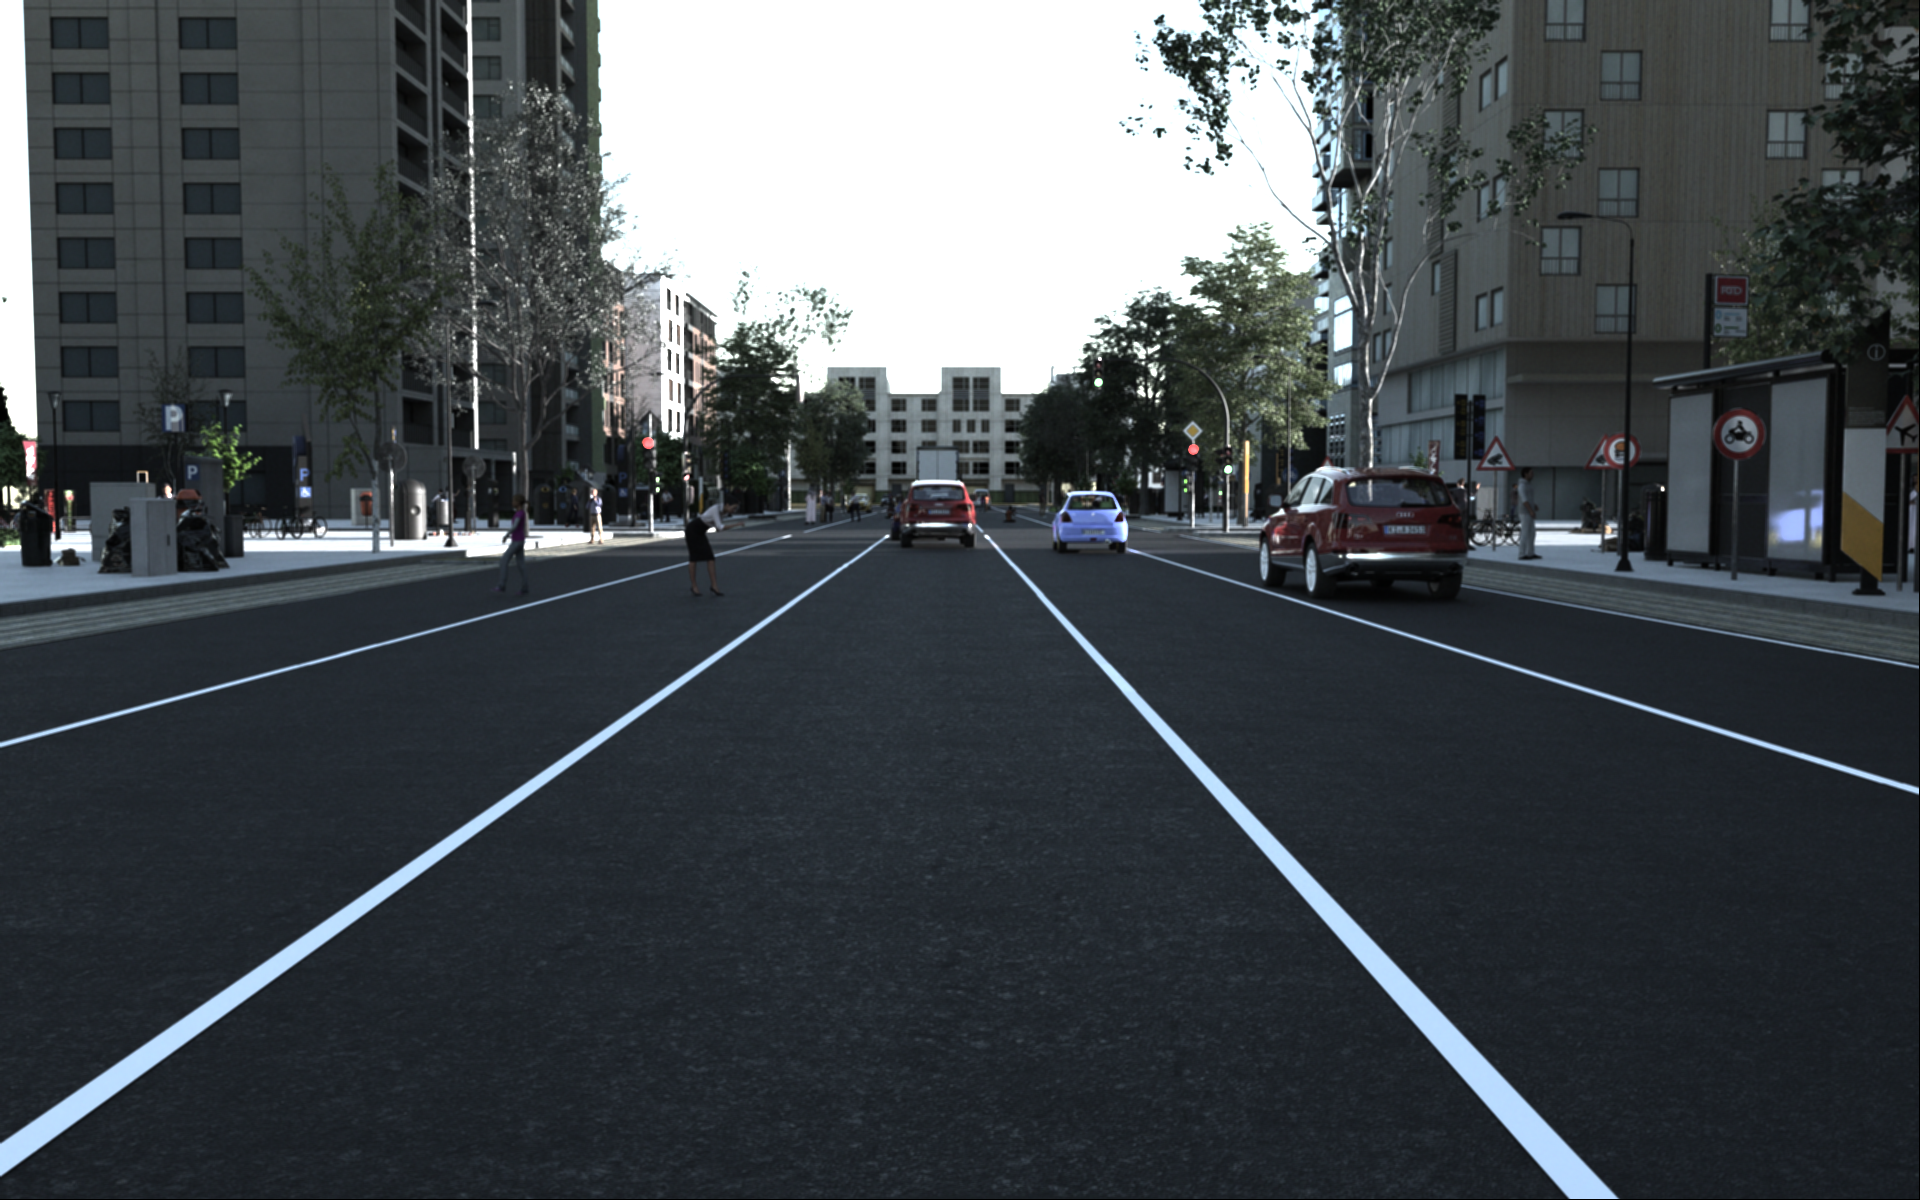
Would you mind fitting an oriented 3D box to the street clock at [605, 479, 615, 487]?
[{"bbox_3d":[-16.659,-4.763,82.451,0.358,2.002,0.471,2,4,26],"label":"street clock"}]

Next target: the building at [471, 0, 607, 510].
[{"bbox_3d":[-33.451,-26.799,121.753,14.154,41.232,14.086,0,4,0],"label":"building"}]

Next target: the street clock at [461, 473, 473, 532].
[{"bbox_3d":[-16.693,-3.313,58.734,0.358,2.002,0.471,-3,5,-40],"label":"street clock"}]

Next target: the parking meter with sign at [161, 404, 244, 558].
[{"bbox_3d":[-14.970,-2.331,34.368,0.543,3.016,1.738,1,4,15],"label":"parking meter with sign"}]

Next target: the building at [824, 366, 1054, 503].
[{"bbox_3d":[-2.740,-23.334,247.970,31.486,18.905,16.747,0,4,0],"label":"building"}]

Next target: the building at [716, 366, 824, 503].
[{"bbox_3d":[-34.807,-23.299,247.397,31.486,18.905,16.747,0,4,0],"label":"building"}]

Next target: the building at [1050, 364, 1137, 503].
[{"bbox_3d":[18.700,-23.886,246.958,11.380,20.091,16.016,0,4,0],"label":"building"}]

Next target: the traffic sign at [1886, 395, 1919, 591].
[{"bbox_3d":[12.403,-1.394,22.792,0.884,2.594,0.081,0,4,2],"label":"traffic sign"}]

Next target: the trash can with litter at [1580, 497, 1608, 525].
[{"bbox_3d":[24.946,-3.468,68.091,1.055,1.170,0.624,2,4,32],"label":"trash can with litter"}]

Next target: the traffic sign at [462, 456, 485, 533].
[{"bbox_3d":[-16.084,-3.499,57.311,0.768,2.556,0.104,0,4,2],"label":"traffic sign"}]

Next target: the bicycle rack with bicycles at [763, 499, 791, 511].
[{"bbox_3d":[-13.860,-7.097,129.410,2.852,0.926,2.925,0,4,7],"label":"bicycle rack with bicycles"}]

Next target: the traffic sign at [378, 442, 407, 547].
[{"bbox_3d":[-13.834,-2.570,42.122,0.768,2.556,0.104,0,4,3],"label":"traffic sign"}]

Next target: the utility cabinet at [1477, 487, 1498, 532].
[{"bbox_3d":[17.486,-2.982,57.432,0.318,1.500,1.173,0,4,-1],"label":"utility cabinet"}]

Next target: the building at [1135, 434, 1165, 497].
[{"bbox_3d":[38.450,-18.454,243.869,28.070,9.664,9.099,0,4,0],"label":"building"}]

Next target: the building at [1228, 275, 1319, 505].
[{"bbox_3d":[33.249,-18.269,155.116,16.016,20.091,11.380,0,4,0],"label":"building"}]

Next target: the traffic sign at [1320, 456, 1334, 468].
[{"bbox_3d":[12.457,-3.597,58.812,0.884,2.594,0.081,0,4,4],"label":"traffic sign"}]

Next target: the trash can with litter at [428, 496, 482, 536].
[{"bbox_3d":[-15.600,-2.606,53.659,1.678,1.210,2.233,2,4,35],"label":"trash can with litter"}]

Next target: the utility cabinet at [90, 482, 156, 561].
[{"bbox_3d":[-15.753,-1.466,32.647,1.173,1.500,0.318,1,4,10],"label":"utility cabinet"}]

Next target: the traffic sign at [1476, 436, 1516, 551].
[{"bbox_3d":[12.006,-2.377,38.873,0.884,2.594,0.081,0,4,1],"label":"traffic sign"}]

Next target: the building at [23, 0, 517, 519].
[{"bbox_3d":[-36.354,-40.200,95.517,20.563,71.187,20.611,0,4,0],"label":"building"}]

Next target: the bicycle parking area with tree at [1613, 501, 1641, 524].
[{"bbox_3d":[32.255,-5.345,74.388,9.016,4.147,8.231,3,5,41],"label":"bicycle parking area with tree"}]

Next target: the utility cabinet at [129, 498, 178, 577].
[{"bbox_3d":[-12.679,-0.985,27.259,0.306,1.237,1.020,0,4,-1],"label":"utility cabinet"}]

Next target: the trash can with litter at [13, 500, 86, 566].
[{"bbox_3d":[-16.252,-1.195,30.920,1.055,1.170,0.624,-3,5,-41],"label":"trash can with litter"}]

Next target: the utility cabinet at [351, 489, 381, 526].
[{"bbox_3d":[-24.008,-3.749,69.983,0.318,1.500,1.173,2,4,34],"label":"utility cabinet"}]

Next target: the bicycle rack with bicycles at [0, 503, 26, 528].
[{"bbox_3d":[-36.579,-3.248,66.492,2.925,0.926,2.852,3,5,44],"label":"bicycle rack with bicycles"}]

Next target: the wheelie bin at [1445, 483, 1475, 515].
[{"bbox_3d":[14.011,-2.503,48.835,0.980,1.594,0.693,1,4,13],"label":"wheelie bin"}]

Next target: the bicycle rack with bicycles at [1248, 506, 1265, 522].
[{"bbox_3d":[14.456,-4.003,78.826,2.925,0.926,2.852,1,4,13],"label":"bicycle rack with bicycles"}]

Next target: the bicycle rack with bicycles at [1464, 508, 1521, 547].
[{"bbox_3d":[13.115,-1.833,43.353,2.852,0.926,2.925,-3,5,-41],"label":"bicycle rack with bicycles"}]

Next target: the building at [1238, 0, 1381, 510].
[{"bbox_3d":[34.086,-49.640,124.285,22.319,86.520,31.000,0,4,0],"label":"building"}]

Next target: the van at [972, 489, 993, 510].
[{"bbox_3d":[1.952,-9.115,156.036,2.013,2.044,4.112,0,4,1],"label":"van"}]

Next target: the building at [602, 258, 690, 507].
[{"bbox_3d":[-41.395,-19.195,157.811,27.936,21.610,32.646,0,4,0],"label":"building"}]

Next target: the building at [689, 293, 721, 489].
[{"bbox_3d":[-43.871,-21.126,189.382,32.646,21.610,27.936,0,4,0],"label":"building"}]

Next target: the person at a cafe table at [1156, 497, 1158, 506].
[{"bbox_3d":[14.069,-6.821,122.383,1.698,1.238,1.726,1,4,9],"label":"person at a cafe table"}]

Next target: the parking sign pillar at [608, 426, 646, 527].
[{"bbox_3d":[-13.026,-4.845,67.688,1.447,3.967,1.447,0,4,2],"label":"parking sign pillar"}]

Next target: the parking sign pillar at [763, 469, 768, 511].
[{"bbox_3d":[-15.197,-8.888,133.785,1.447,3.967,1.447,-1,4,-16],"label":"parking sign pillar"}]

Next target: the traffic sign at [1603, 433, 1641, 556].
[{"bbox_3d":[13.726,-2.195,35.996,0.768,2.556,0.104,0,4,3],"label":"traffic sign"}]

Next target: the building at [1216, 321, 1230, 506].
[{"bbox_3d":[32.898,-18.970,166.577,16.016,20.091,11.380,0,4,0],"label":"building"}]

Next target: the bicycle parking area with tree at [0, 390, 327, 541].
[{"bbox_3d":[-22.840,-3.731,47.999,8.231,4.147,9.016,1,4,22],"label":"bicycle parking area with tree"}]

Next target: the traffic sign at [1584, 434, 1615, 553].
[{"bbox_3d":[13.890,-2.285,37.369,0.884,2.594,0.081,0,4,5],"label":"traffic sign"}]

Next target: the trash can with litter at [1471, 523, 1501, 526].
[{"bbox_3d":[20.959,-3.575,69.508,2.233,1.210,1.678,-2,4,-35],"label":"trash can with litter"}]

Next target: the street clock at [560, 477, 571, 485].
[{"bbox_3d":[-16.805,-4.240,73.887,0.471,2.002,0.358,3,5,42],"label":"street clock"}]

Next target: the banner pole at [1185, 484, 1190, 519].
[{"bbox_3d":[11.816,-6.065,89.181,0.401,3.779,0.863,1,4,9],"label":"banner pole"}]

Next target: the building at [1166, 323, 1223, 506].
[{"bbox_3d":[32.664,-19.667,188.007,16.747,18.905,31.486,0,4,0],"label":"building"}]

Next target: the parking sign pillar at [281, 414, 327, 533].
[{"bbox_3d":[-21.841,-4.226,57.563,1.447,3.967,1.447,-2,4,-26],"label":"parking sign pillar"}]

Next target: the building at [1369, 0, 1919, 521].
[{"bbox_3d":[38.622,-30.867,93.909,27.495,52.752,28.713,0,4,0],"label":"building"}]

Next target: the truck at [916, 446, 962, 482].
[{"bbox_3d":[-1.298,-7.214,106.869,2.839,4.237,11.283,0,4,0],"label":"truck"}]

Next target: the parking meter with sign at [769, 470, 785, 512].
[{"bbox_3d":[-13.358,-7.937,126.035,0.543,3.016,1.738,-2,4,-34],"label":"parking meter with sign"}]

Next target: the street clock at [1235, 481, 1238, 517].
[{"bbox_3d":[15.086,-5.542,95.189,0.358,2.002,0.471,-3,4,-36],"label":"street clock"}]

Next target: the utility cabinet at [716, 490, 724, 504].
[{"bbox_3d":[-13.962,-5.610,100.406,0.318,1.500,1.173,-2,4,-26],"label":"utility cabinet"}]
